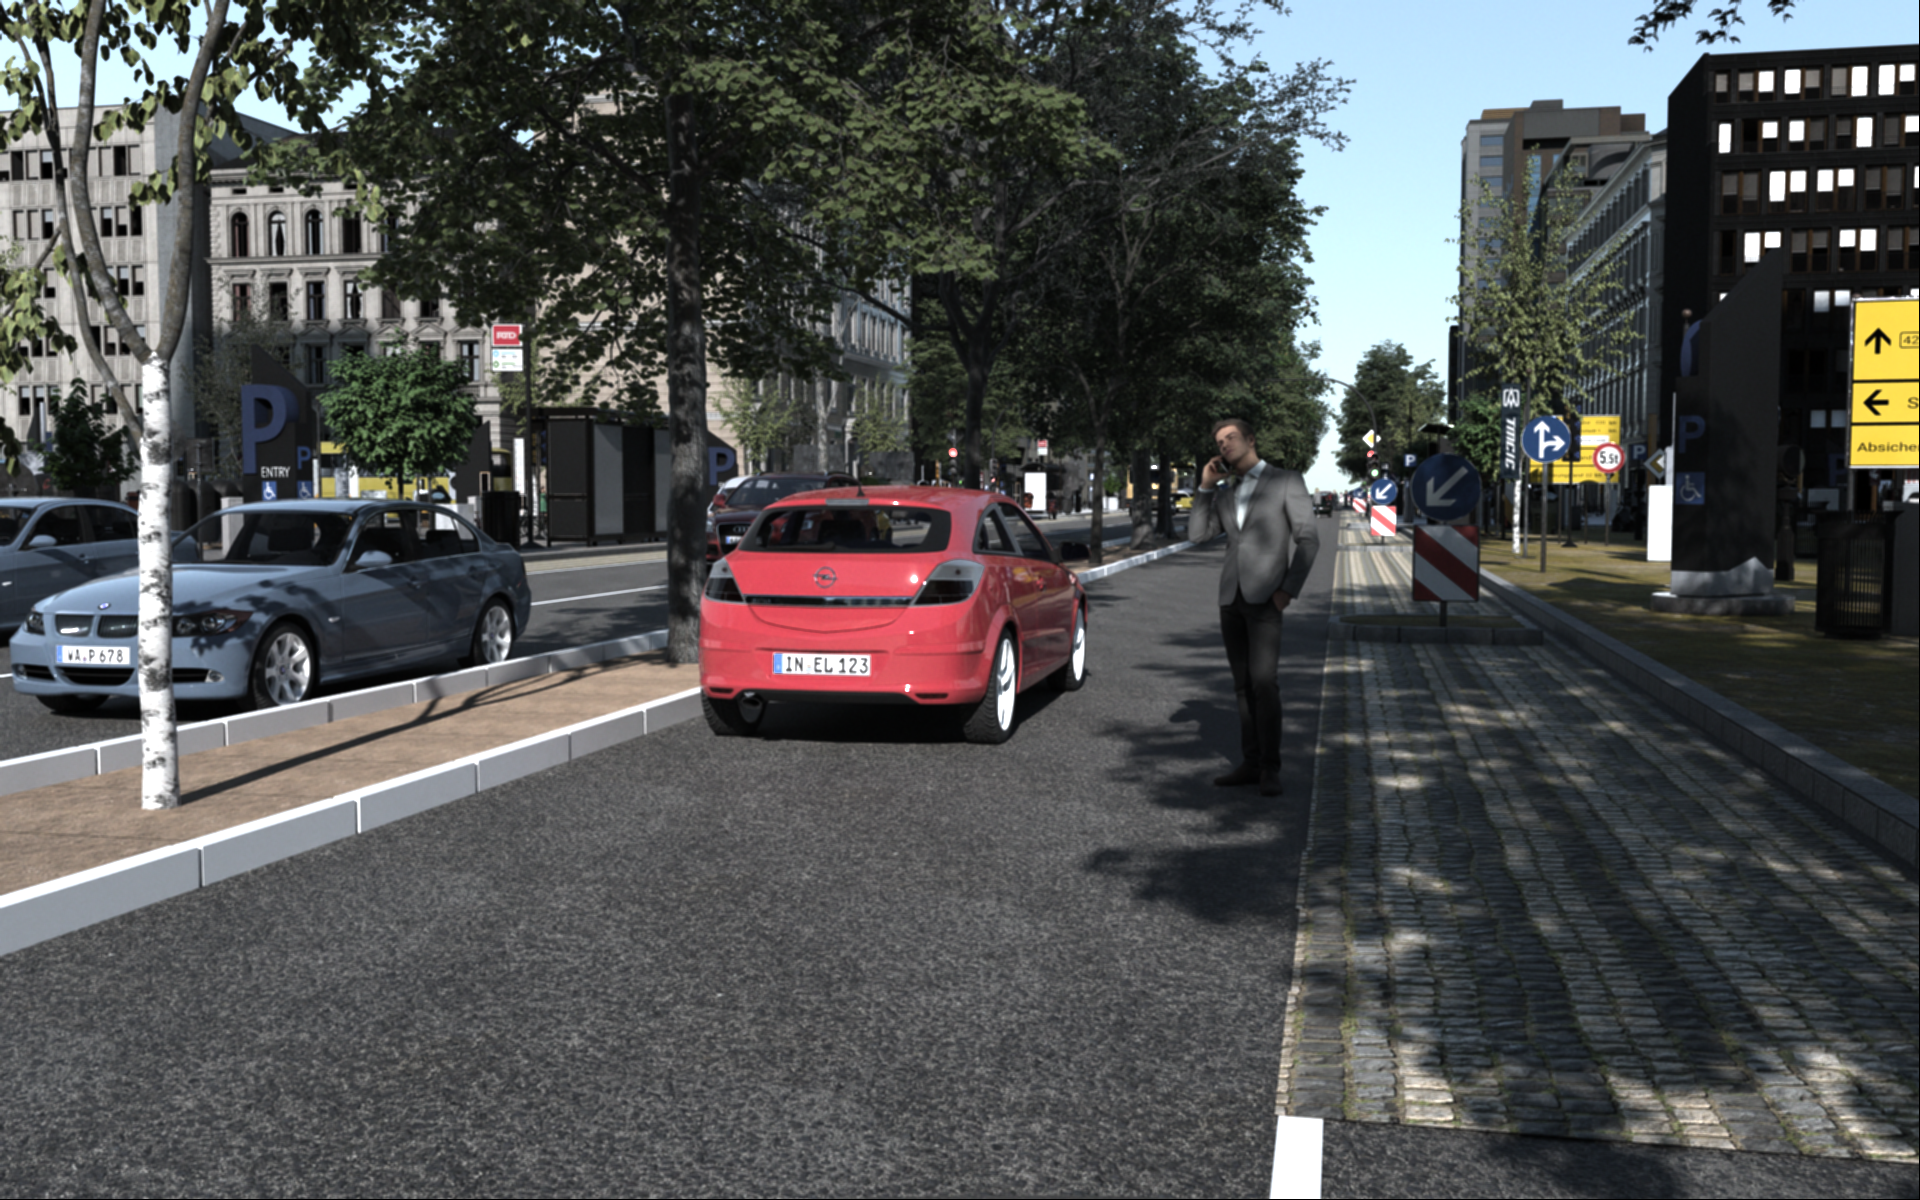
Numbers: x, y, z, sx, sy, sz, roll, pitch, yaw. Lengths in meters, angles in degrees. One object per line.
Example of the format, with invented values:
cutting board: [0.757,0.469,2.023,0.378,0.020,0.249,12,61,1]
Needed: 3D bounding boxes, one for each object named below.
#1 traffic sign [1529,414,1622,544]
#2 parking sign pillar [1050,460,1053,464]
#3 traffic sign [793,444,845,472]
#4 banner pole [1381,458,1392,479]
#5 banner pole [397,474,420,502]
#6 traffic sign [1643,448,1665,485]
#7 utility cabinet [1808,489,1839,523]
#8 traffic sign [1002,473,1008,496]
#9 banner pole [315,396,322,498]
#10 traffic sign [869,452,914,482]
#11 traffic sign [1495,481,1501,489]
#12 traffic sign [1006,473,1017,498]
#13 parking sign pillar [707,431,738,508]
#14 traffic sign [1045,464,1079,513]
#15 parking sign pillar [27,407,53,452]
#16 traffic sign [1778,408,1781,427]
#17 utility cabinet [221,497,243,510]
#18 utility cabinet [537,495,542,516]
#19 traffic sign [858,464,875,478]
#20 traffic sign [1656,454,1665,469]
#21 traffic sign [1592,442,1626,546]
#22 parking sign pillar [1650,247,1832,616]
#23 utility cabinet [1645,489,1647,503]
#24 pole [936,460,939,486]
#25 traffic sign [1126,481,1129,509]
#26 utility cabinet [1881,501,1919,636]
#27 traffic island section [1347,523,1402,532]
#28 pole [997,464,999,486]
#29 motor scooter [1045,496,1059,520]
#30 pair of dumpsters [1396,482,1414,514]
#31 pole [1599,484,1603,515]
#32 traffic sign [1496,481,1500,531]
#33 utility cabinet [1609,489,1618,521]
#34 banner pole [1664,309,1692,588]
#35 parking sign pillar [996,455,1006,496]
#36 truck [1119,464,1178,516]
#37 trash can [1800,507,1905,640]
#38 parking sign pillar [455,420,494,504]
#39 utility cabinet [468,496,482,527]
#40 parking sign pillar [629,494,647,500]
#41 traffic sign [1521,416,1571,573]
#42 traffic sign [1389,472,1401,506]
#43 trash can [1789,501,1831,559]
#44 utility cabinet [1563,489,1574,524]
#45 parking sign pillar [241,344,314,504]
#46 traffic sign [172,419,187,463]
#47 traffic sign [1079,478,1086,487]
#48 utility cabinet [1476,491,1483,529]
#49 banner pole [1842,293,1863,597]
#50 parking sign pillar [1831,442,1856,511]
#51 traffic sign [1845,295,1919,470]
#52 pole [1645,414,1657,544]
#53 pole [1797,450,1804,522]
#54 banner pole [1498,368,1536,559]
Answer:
traffic sign: [15.775,-3.096,44.498,2.265,3.308,0.079,1,4,14]
parking sign pillar: [7.255,-9.145,137.997,1.447,3.967,1.447,-1,4,-14]
traffic sign: [-5.771,-4.710,70.882,2.265,3.308,0.079,1,4,17]
banner pole: [29.537,-7.936,119.764,0.863,3.779,0.401,0,4,8]
banner pole: [-16.555,-3.801,52.158,0.863,3.779,0.401,0,4,0]
traffic sign: [17.503,-2.580,43.375,0.795,2.450,0.064,1,4,18]
utility cabinet: [37.747,-4.101,75.735,1.173,1.500,0.318,1,4,13]
traffic sign: [2.877,-6.425,105.160,0.768,2.556,0.104,1,4,21]
banner pole: [-16.278,-3.302,44.011,0.401,3.779,0.863,-1,4,-18]
traffic sign: [-3.296,-5.459,83.135,2.265,3.308,0.079,1,4,16]
traffic sign: [26.834,-5.302,86.788,0.768,2.556,0.104,1,4,22]
traffic sign: [3.013,-6.342,103.802,0.768,2.556,0.104,1,4,15]
parking sign pillar: [-9.858,-5.092,71.732,1.447,3.967,1.447,-1,4,-21]
traffic sign: [6.799,-7.439,115.495,2.265,3.308,0.079,1,4,13]
parking sign pillar: [-28.779,-4.019,54.186,1.447,3.967,1.447,-3,5,-40]
traffic sign: [9.103,-1.227,20.168,0.768,2.556,0.104,1,4,22]
utility cabinet: [-15.074,-1.557,36.616,0.306,1.237,1.020,2,4,33]
utility cabinet: [-22.270,-4.989,92.728,1.020,1.237,0.306,-1,4,-18]
traffic sign: [-3.933,-4.457,72.981,0.768,2.556,0.104,1,4,18]
traffic sign: [16.776,-2.419,40.730,0.795,2.450,0.064,1,4,19]
traffic sign: [15.983,-2.606,42.721,0.768,2.556,0.104,1,4,16]
parking sign pillar: [8.318,-1.854,18.792,1.447,3.967,1.447,-2,4,-34]
utility cabinet: [29.181,-3.923,72.816,1.173,1.500,0.318,-1,4,-22]
pole: [-1.270,-6.411,98.663,0.158,3.312,0.155,0,3,0]
traffic sign: [14.939,-9.366,153.238,0.768,2.556,0.104,1,4,19]
utility cabinet: [8.803,-0.305,16.145,0.306,1.237,1.020,2,4,23]
traffic island section: [16.203,-2.782,67.759,2.009,0.180,2.903,1,4,12]
pole: [2.350,-6.898,106.631,0.158,3.312,0.155,0,3,0]
motor scooter: [5.148,-5.107,96.273,0.815,1.314,1.986,1,4,12]
pair of dumpsters: [28.435,-6.638,111.019,1.574,2.255,4.437,1,4,12]
pole: [40.250,-7.022,108.658,0.158,3.312,0.155,0,3,0]
traffic sign: [17.152,-3.369,55.190,0.768,2.556,0.104,1,4,17]
utility cabinet: [30.934,-4.484,81.985,0.318,1.500,1.173,1,4,16]
banner pole: [9.892,-2.036,23.303,0.401,3.779,0.863,-1,4,-17]
parking sign pillar: [2.693,-7.638,113.347,1.447,3.967,1.447,-1,4,-8]
truck: [12.499,-7.143,112.708,3.469,3.379,9.791,1,4,12]
trash can: [7.941,-0.227,15.369,0.748,1.137,0.748,0,3,0]
parking sign pillar: [-17.823,-4.594,63.581,1.447,3.967,1.447,0,4,6]
utility cabinet: [-14.888,-2.604,53.742,0.306,1.237,1.020,1,4,14]
parking sign pillar: [-9.683,-4.015,54.119,1.447,3.967,1.447,1,4,20]
traffic sign: [9.528,-1.720,28.222,0.768,2.556,0.104,1,4,17]
traffic sign: [24.551,-5.965,97.631,0.768,2.556,0.104,1,4,15]
trash can: [16.881,-1.394,34.447,0.748,1.137,0.748,0,3,0]
utility cabinet: [25.637,-4.001,74.088,1.173,1.500,0.318,-1,4,-11]
parking sign pillar: [-12.126,-2.586,30.758,1.447,3.967,1.447,2,4,26]
traffic sign: [-13.360,-1.778,29.173,0.768,2.556,0.104,1,4,14]
traffic sign: [9.639,-8.446,138.196,0.768,2.556,0.104,1,4,17]
utility cabinet: [18.902,-3.347,63.404,0.318,1.500,1.173,1,4,22]
banner pole: [11.311,-1.926,21.514,0.401,3.779,0.863,-3,4,-36]
parking sign pillar: [42.301,-5.796,83.237,1.447,3.967,1.447,1,4,8]
traffic sign: [10.285,-1.456,17.682,2.265,3.308,0.079,1,4,17]
pole: [17.599,-3.073,44.091,0.158,3.312,0.155,0,3,0]
pole: [38.625,-5.247,79.637,0.158,3.312,0.155,0,3,0]
banner pole: [11.082,-2.718,34.456,0.863,3.779,0.401,-1,4,-17]
